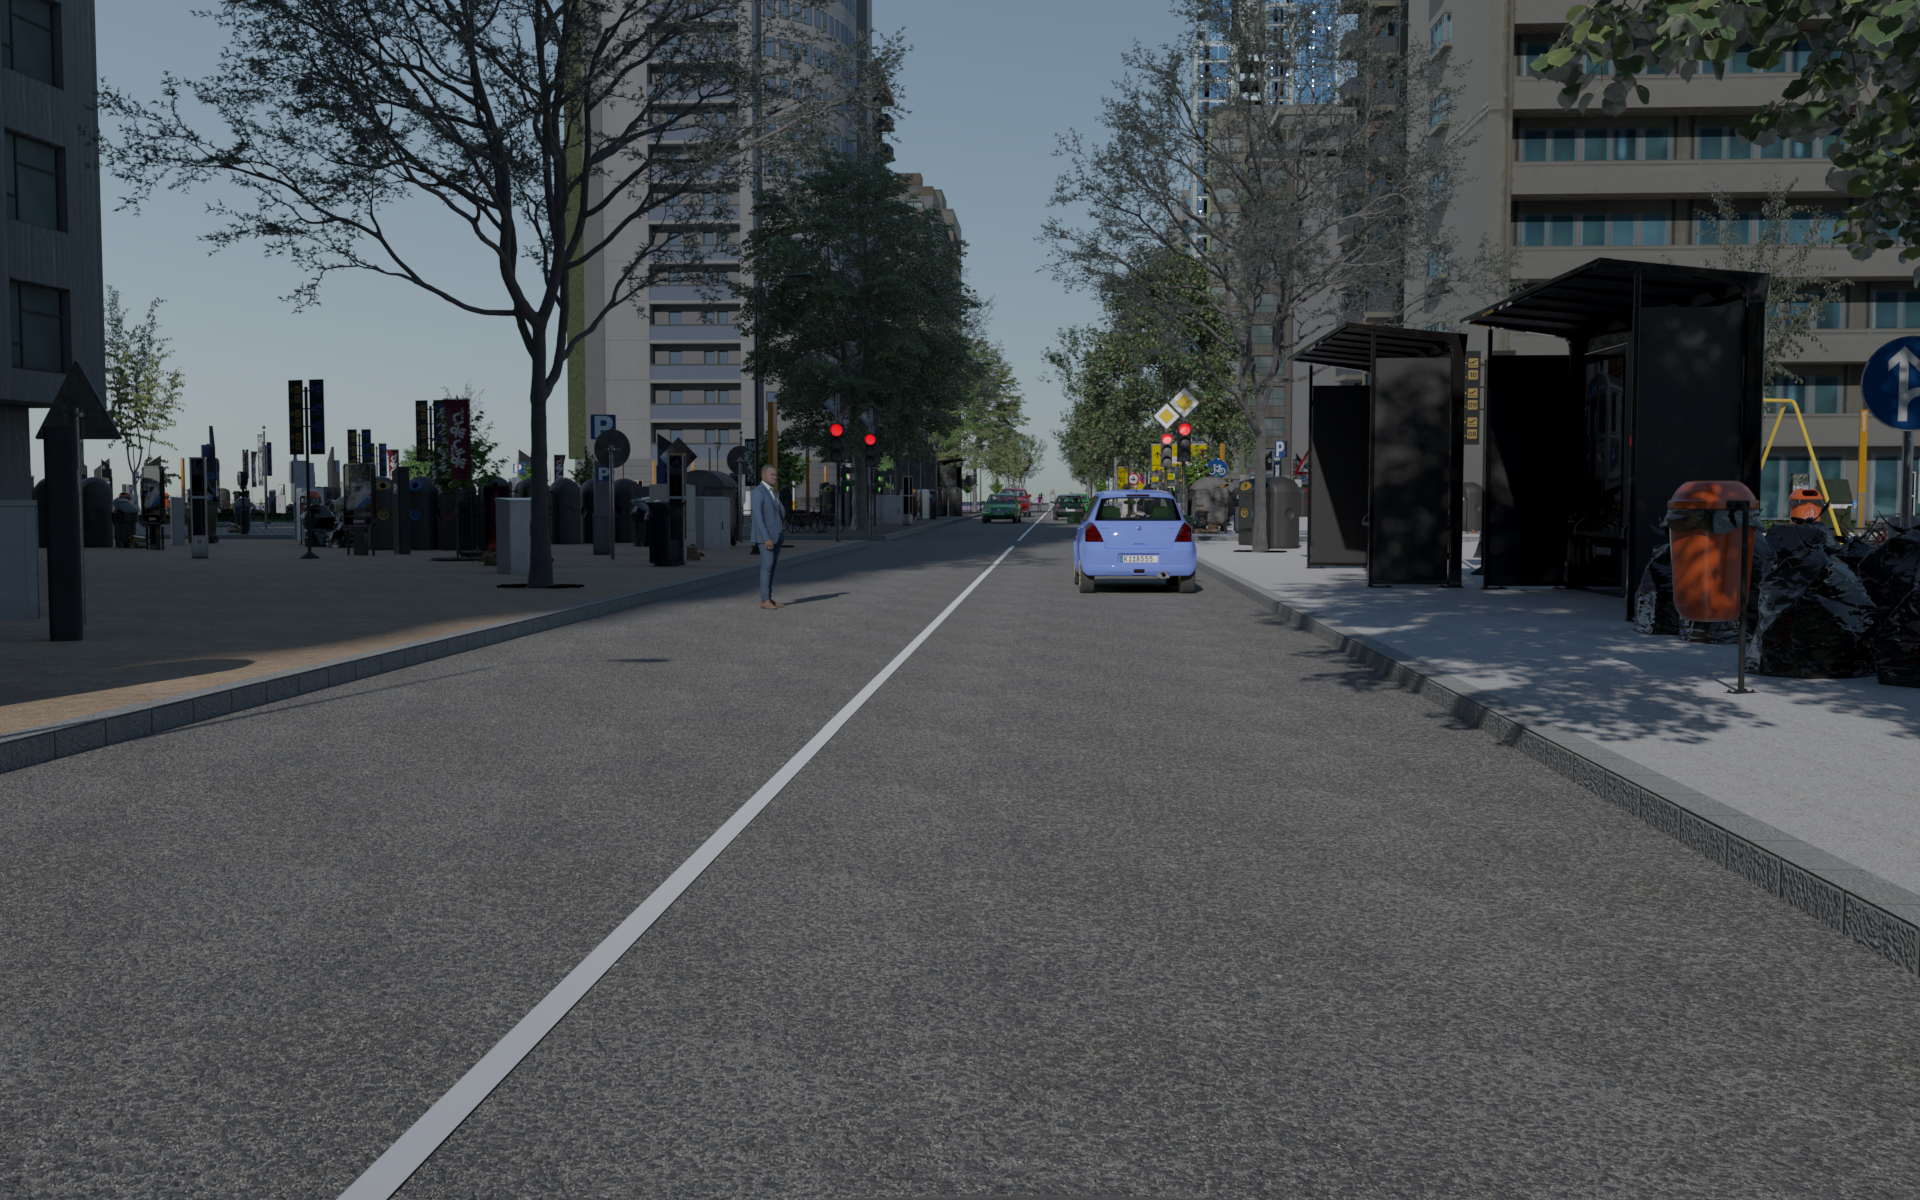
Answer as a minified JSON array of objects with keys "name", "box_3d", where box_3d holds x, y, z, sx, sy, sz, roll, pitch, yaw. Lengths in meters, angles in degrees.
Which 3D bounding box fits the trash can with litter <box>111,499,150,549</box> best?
[{"name":"trash can with litter","box_3d":[-19.620,-1.817,41.095,1.055,1.170,0.624,2,4,31]}]

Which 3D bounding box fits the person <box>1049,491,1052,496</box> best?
[{"name":"person","box_3d":[12.423,-13.861,234.993,0.709,1.838,0.599,-2,4,-31]}]

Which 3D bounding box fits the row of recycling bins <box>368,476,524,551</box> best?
[{"name":"row of recycling bins","box_3d":[-11.972,-1.996,39.744,3.534,1.692,1.069,0,4,6]}]

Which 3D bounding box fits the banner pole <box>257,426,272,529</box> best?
[{"name":"banner pole","box_3d":[-25.578,-4.496,63.519,0.401,3.779,0.863,-3,5,-43]}]

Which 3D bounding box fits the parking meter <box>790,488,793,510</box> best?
[{"name":"parking meter","box_3d":[-12.060,-7.193,123.311,0.255,1.863,0.399,3,5,40]}]

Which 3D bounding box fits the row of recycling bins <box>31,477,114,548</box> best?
[{"name":"row of recycling bins","box_3d":[-22.219,-2.115,41.697,3.534,1.692,1.069,0,4,-2]}]

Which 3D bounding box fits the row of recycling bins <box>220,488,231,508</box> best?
[{"name":"row of recycling bins","box_3d":[-51.022,-6.880,119.598,1.069,1.692,3.534,-2,4,-31]}]

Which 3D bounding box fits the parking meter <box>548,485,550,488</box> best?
[{"name":"parking meter","box_3d":[-27.303,-6.660,114.598,0.255,1.863,0.399,-3,5,-41]}]

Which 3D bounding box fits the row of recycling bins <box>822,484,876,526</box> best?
[{"name":"row of recycling bins","box_3d":[-4.499,-3.872,70.424,1.069,1.692,3.534,-2,4,-32]}]

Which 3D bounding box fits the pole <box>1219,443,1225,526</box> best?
[{"name":"pole","box_3d":[10.578,-4.649,69.862,0.158,3.312,0.155,0,3,0]}]

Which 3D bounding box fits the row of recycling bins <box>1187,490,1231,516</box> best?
[{"name":"row of recycling bins","box_3d":[15.177,-5.844,102.667,3.534,1.692,1.069,0,4,-6]}]

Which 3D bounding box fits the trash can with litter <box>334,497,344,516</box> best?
[{"name":"trash can with litter","box_3d":[-23.747,-3.364,66.393,0.624,1.170,1.055,0,4,6]}]

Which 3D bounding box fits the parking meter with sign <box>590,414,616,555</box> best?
[{"name":"parking meter with sign","box_3d":[-7.658,-2.501,37.150,0.543,3.016,1.738,-1,4,-10]}]

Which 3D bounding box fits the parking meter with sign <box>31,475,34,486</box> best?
[{"name":"parking meter with sign","box_3d":[-37.529,-4.481,69.522,1.738,3.016,0.543,-2,4,-26]}]

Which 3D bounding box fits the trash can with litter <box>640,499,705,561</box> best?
[{"name":"trash can with litter","box_3d":[-5.498,-1.347,33.411,1.055,1.170,0.624,-3,5,-41]}]

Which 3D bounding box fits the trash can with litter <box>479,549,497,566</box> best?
[{"name":"trash can with litter","box_3d":[-8.079,-1.196,30.948,1.055,1.170,0.624,0,4,7]}]

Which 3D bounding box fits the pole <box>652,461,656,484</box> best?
[{"name":"pole","box_3d":[-18.864,-6.911,106.838,0.158,3.312,0.155,0,3,0]}]

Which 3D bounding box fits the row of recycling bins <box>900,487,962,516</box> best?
[{"name":"row of recycling bins","box_3d":[-1.588,-5.753,101.179,3.534,1.692,1.069,1,4,10]}]

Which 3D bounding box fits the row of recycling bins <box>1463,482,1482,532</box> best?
[{"name":"row of recycling bins","box_3d":[17.524,-3.281,60.765,1.069,1.692,3.534,0,4,-1]}]

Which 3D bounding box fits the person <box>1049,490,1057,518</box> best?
[{"name":"person","box_3d":[5.600,-5.789,104.158,0.512,1.701,0.522,1,4,18]}]

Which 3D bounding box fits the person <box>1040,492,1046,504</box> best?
[{"name":"person","box_3d":[11.779,-14.755,250.463,1.217,1.735,0.721,0,4,7]}]

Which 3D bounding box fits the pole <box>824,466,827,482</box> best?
[{"name":"pole","box_3d":[-9.889,-8.177,127.539,0.158,3.312,0.155,0,3,0]}]

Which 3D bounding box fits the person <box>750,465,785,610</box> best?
[{"name":"person","box_3d":[-2.420,-0.801,21.785,0.419,1.800,0.721,1,4,9]}]

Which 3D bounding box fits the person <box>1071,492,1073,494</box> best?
[{"name":"person","box_3d":[16.936,-15.495,262.624,1.217,1.735,0.721,-2,4,-24]}]

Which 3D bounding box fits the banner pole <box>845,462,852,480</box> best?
[{"name":"banner pole","box_3d":[-7.402,-7.804,117.606,0.863,3.779,0.401,-1,4,-23]}]

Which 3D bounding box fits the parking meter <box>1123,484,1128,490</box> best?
[{"name":"parking meter","box_3d":[10.017,-6.012,104.014,0.399,1.863,0.255,0,4,-2]}]

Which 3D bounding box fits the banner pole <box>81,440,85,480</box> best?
[{"name":"banner pole","box_3d":[-29.474,-4.131,57.556,0.401,3.779,0.863,2,4,34]}]

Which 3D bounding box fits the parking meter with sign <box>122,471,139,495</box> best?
[{"name":"parking meter with sign","box_3d":[-63.997,-8.371,133.134,1.738,3.016,0.543,1,4,15]}]

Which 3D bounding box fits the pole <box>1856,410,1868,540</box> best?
[{"name":"pole","box_3d":[21.873,-2.946,42.009,0.158,3.312,0.155,0,3,0]}]

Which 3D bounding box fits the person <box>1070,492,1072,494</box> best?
[{"name":"person","box_3d":[16.065,-14.801,251.169,0.621,1.740,0.551,-2,4,-34]}]

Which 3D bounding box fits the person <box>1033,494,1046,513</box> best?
[{"name":"person","box_3d":[6.135,-7.483,134.072,0.991,1.433,0.599,1,4,10]}]

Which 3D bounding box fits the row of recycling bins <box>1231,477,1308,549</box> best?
[{"name":"row of recycling bins","box_3d":[7.543,-2.145,42.180,1.069,1.692,3.534,0,4,-2]}]

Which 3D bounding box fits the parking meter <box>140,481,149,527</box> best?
[{"name":"parking meter","box_3d":[-31.970,-3.813,68.047,0.255,1.863,0.399,1,4,18]}]

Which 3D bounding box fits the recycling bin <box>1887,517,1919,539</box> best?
[{"name":"recycling bin","box_3d":[10.833,-0.408,19.221,0.722,1.027,0.722,-1,4,-16]}]

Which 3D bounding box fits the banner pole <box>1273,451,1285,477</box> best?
[{"name":"banner pole","box_3d":[16.468,-6.066,89.189,0.863,3.779,0.401,3,5,45]}]

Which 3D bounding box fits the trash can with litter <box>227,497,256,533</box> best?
[{"name":"trash can with litter","box_3d":[-24.115,-2.855,58.069,0.624,1.170,1.055,0,4,1]}]

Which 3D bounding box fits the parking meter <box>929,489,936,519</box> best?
[{"name":"parking meter","box_3d":[-1.384,-4.848,87.681,0.372,1.533,0.369,0,3,0]}]

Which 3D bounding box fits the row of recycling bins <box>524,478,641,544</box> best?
[{"name":"row of recycling bins","box_3d":[-9.814,-2.305,44.793,3.534,1.692,1.069,-3,5,-43]}]

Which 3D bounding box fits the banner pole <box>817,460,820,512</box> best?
[{"name":"banner pole","box_3d":[-10.168,-8.282,125.422,0.401,3.779,0.863,0,4,-5]}]

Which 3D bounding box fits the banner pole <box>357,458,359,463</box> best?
[{"name":"banner pole","box_3d":[-41.791,-8.006,120.908,0.401,3.779,0.863,2,4,34]}]

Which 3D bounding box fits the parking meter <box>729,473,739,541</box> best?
[{"name":"parking meter","box_3d":[-6.156,-2.539,47.222,0.255,1.863,0.399,0,4,0]}]

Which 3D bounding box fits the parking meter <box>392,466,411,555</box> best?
[{"name":"parking meter","box_3d":[-11.890,-1.905,36.855,0.255,1.863,0.399,-3,5,-40]}]

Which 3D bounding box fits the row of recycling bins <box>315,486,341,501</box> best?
[{"name":"row of recycling bins","box_3d":[-46.649,-7.278,126.102,3.534,1.692,1.069,1,4,12]}]

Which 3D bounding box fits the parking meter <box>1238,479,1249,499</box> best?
[{"name":"parking meter","box_3d":[11.104,-3.796,67.768,0.399,1.863,0.255,0,4,-4]}]

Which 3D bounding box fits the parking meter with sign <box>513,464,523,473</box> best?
[{"name":"parking meter with sign","box_3d":[-25.369,-6.370,100.408,0.543,3.016,1.738,0,4,2]}]

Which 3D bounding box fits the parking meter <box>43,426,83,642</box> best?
[{"name":"parking meter","box_3d":[-7.870,-0.581,15.204,0.255,1.863,0.399,-2,4,-25]}]

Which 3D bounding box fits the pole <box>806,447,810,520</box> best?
[{"name":"pole","box_3d":[-6.160,-4.662,70.070,0.158,3.312,0.155,0,3,0]}]

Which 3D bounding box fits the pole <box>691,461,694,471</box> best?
[{"name":"pole","box_3d":[-15.501,-6.520,100.452,0.158,3.312,0.155,0,3,0]}]

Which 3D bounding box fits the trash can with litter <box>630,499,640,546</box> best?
[{"name":"trash can with litter","box_3d":[-7.508,-1.882,42.153,1.055,1.170,0.624,2,4,31]}]

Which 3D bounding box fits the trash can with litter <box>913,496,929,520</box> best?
[{"name":"trash can with litter","box_3d":[-2.327,-4.532,85.153,1.678,1.210,2.233,-1,4,-17]}]

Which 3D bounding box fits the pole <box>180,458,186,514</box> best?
[{"name":"pole","box_3d":[-43.831,-6.354,97.729,0.158,3.312,0.155,0,3,0]}]

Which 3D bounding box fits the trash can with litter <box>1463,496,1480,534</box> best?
[{"name":"trash can with litter","box_3d":[16.405,-2.746,55.954,1.678,1.210,2.233,-2,4,-30]}]

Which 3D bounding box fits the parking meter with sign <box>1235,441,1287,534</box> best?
[{"name":"parking meter with sign","box_3d":[9.750,-3.667,56.224,1.738,3.016,0.543,-2,4,-28]}]

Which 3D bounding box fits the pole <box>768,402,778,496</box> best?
[{"name":"pole","box_3d":[-4.142,-2.721,38.325,0.158,3.312,0.155,0,3,0]}]

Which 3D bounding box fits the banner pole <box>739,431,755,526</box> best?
[{"name":"banner pole","box_3d":[-8.468,-4.815,68.742,0.863,3.779,0.401,1,4,15]}]
